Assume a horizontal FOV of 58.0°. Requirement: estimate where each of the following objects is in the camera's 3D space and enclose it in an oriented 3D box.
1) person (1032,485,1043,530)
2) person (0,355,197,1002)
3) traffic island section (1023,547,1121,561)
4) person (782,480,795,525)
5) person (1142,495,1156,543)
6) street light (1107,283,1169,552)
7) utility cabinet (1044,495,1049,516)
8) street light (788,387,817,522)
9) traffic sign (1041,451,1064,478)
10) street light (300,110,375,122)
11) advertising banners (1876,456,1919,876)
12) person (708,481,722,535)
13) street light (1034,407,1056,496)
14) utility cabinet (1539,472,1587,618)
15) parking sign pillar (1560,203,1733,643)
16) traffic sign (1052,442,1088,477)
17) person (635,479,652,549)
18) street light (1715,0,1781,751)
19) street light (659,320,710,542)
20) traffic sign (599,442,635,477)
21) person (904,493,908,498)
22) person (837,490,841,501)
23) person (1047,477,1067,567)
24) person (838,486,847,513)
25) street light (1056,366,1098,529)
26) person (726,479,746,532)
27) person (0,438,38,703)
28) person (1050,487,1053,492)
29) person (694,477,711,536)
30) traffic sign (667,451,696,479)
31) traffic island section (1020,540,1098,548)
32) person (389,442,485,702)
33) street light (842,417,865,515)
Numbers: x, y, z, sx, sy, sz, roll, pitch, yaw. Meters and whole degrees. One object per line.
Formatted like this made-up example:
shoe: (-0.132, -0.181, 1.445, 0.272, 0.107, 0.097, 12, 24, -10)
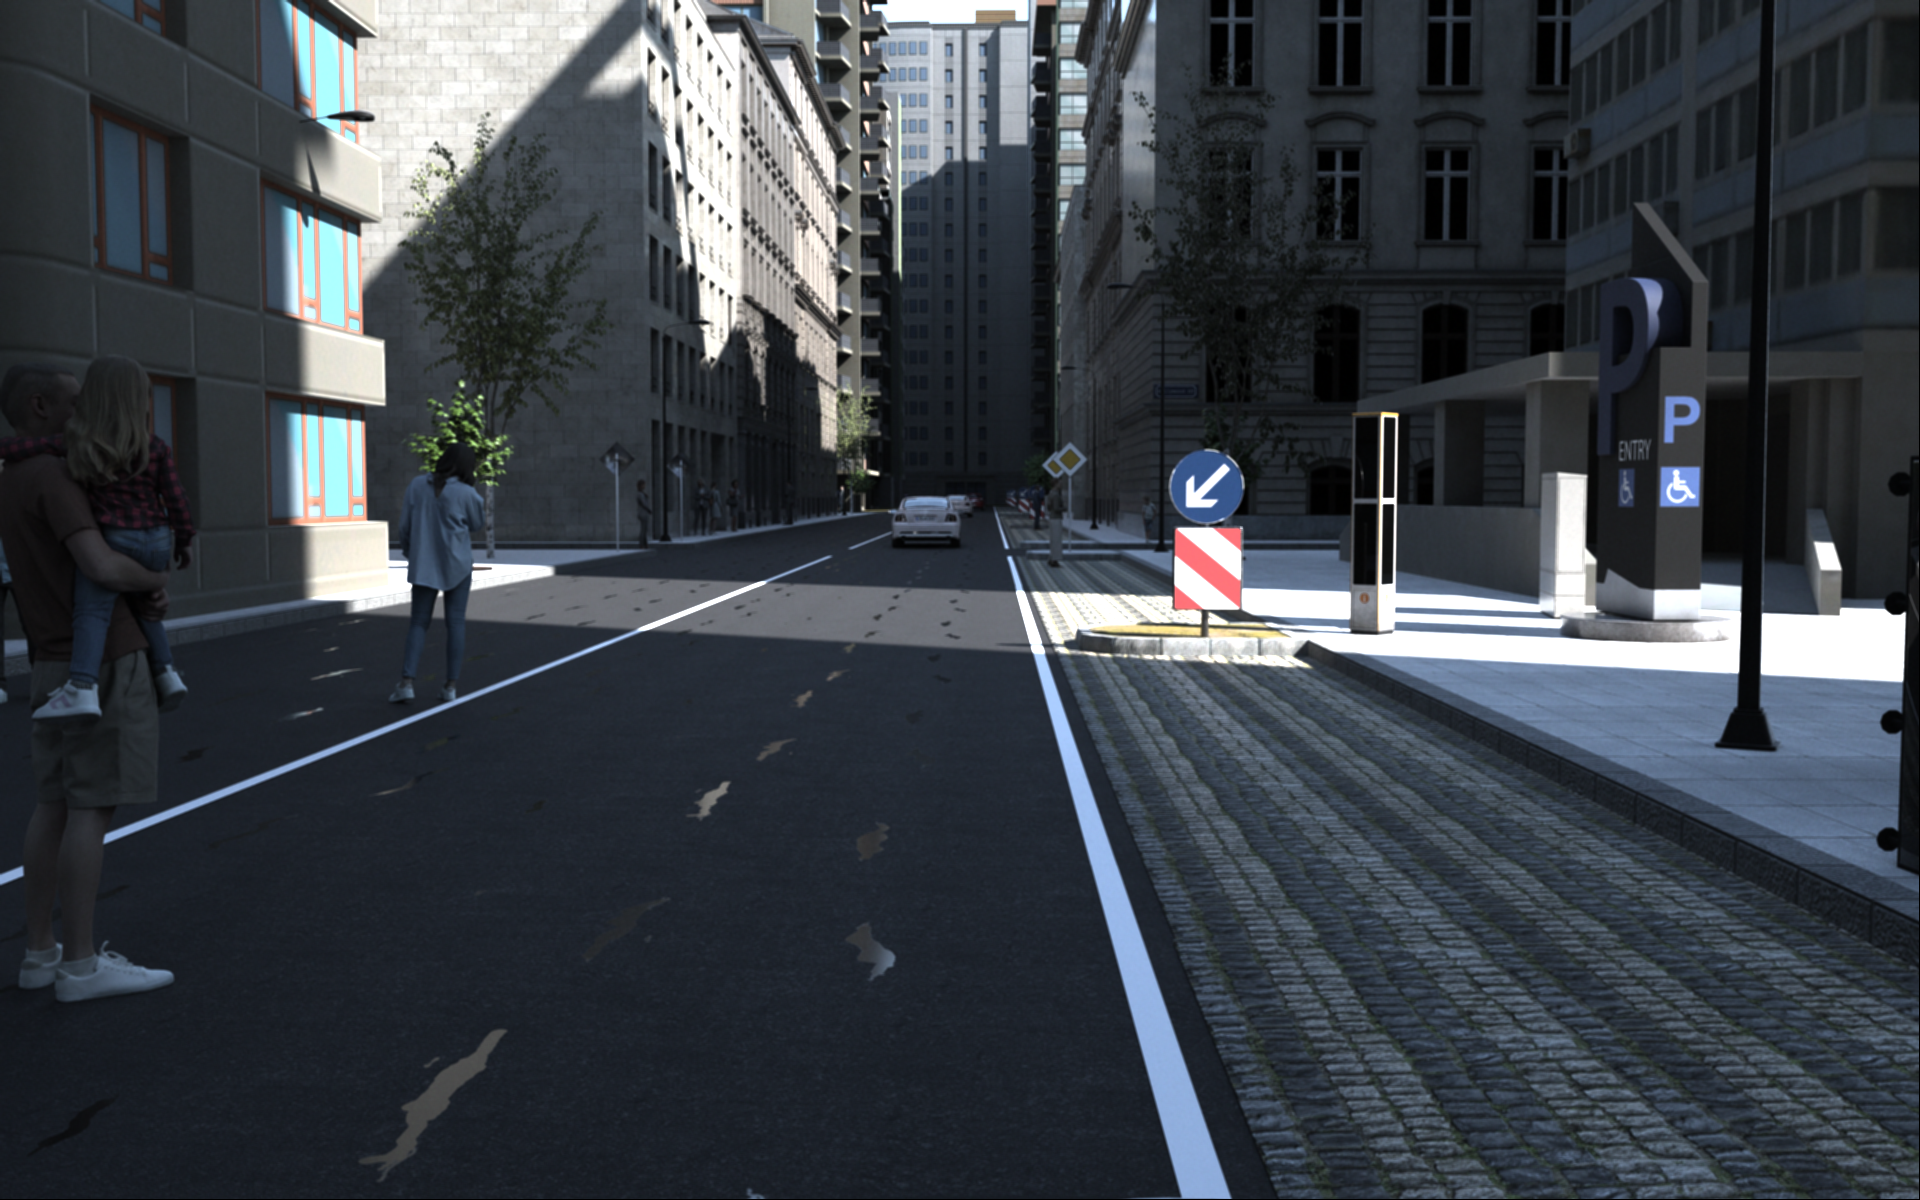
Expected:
person: (3.064, -3.673, 68.728, 0.419, 1.800, 0.721, 0, 4, -6)
person: (-2.519, 0.212, 5.014, 0.580, 1.828, 0.573, 0, 4, -2)
traffic island section: (2.477, -0.988, 38.434, 2.009, 0.180, 2.903, 0, 4, 1)
person: (-7.170, -4.048, 72.033, 0.447, 1.846, 0.655, 2, 4, 25)
person: (4.964, -2.127, 45.500, 0.352, 1.250, 0.332, -3, 4, -36)
street light: (3.930, -4.021, 38.282, 1.470, 5.913, 1.316, 0, 4, 1)
utility cabinet: (5.034, -5.464, 100.499, 0.306, 1.237, 1.020, 0, 4, 3)
street light: (-6.888, -6.288, 75.352, 1.470, 5.913, 1.316, 0, 4, 1)
traffic sign: (2.592, -2.700, 46.336, 0.795, 2.593, 0.064, 0, 4, 1)
street light: (-7.780, -2.972, 21.127, 1.470, 5.913, 1.316, 0, 4, 1)
advertising banners: (3.263, -0.534, 4.916, 0.090, 3.025, 2.074, 0, 4, -1)
person: (-7.680, -2.873, 54.026, 0.512, 1.701, 0.522, 2, 4, 26)
street light: (4.811, -7.319, 92.204, 1.470, 5.913, 1.316, 0, 4, 1)
utility cabinet: (6.334, -0.581, 18.177, 0.318, 1.500, 1.173, 1, 4, 11)
parking sign pillar: (6.169, -1.652, 15.479, 1.447, 3.967, 1.447, 0, 4, -1)
traffic sign: (2.453, -2.212, 38.352, 0.795, 2.593, 0.064, 0, 4, 1)
person: (-7.618, -2.038, 42.092, 0.573, 1.790, 0.520, -3, 4, -38)
street light: (3.468, -2.208, 8.647, 1.470, 5.913, 1.316, 0, 4, 1)
street light: (-7.370, -4.514, 46.352, 1.470, 5.913, 1.316, 0, 4, 1)
traffic sign: (-7.639, -2.224, 38.547, 0.795, 2.593, 0.064, 0, 4, 1)
person: (-5.592, -10.405, 179.401, 0.421, 1.427, 0.697, 0, 4, -3)
person: (-7.824, -6.236, 108.176, 0.721, 1.800, 0.419, 0, 4, 4)
person: (1.900, -1.507, 33.683, 0.362, 1.759, 0.519, -1, 4, -13)
person: (-7.871, -6.675, 115.284, 0.767, 1.812, 0.694, -2, 4, -24)
street light: (4.355, -5.534, 63.028, 1.470, 5.913, 1.316, 0, 4, 1)
person: (-7.703, -3.238, 59.342, 0.532, 1.782, 0.716, 2, 4, 31)
person: (-6.537, -0.210, 11.951, 0.660, 1.820, 0.620, -1, 4, -18)
person: (5.769, -6.197, 107.586, 0.478, 1.798, 0.641, -1, 4, -15)
person: (-7.924, -2.877, 53.273, 0.537, 1.800, 0.526, 0, 4, -2)
traffic sign: (-7.500, -2.712, 46.531, 0.795, 2.593, 0.064, 0, 4, 1)
traffic island section: (2.616, -1.476, 46.418, 2.009, 0.180, 2.903, 0, 4, 1)
person: (-3.624, -0.198, 11.997, 0.793, 1.790, 0.793, -3, 5, -40)
street light: (-6.414, -8.045, 104.074, 1.470, 5.913, 1.316, 0, 4, 1)
